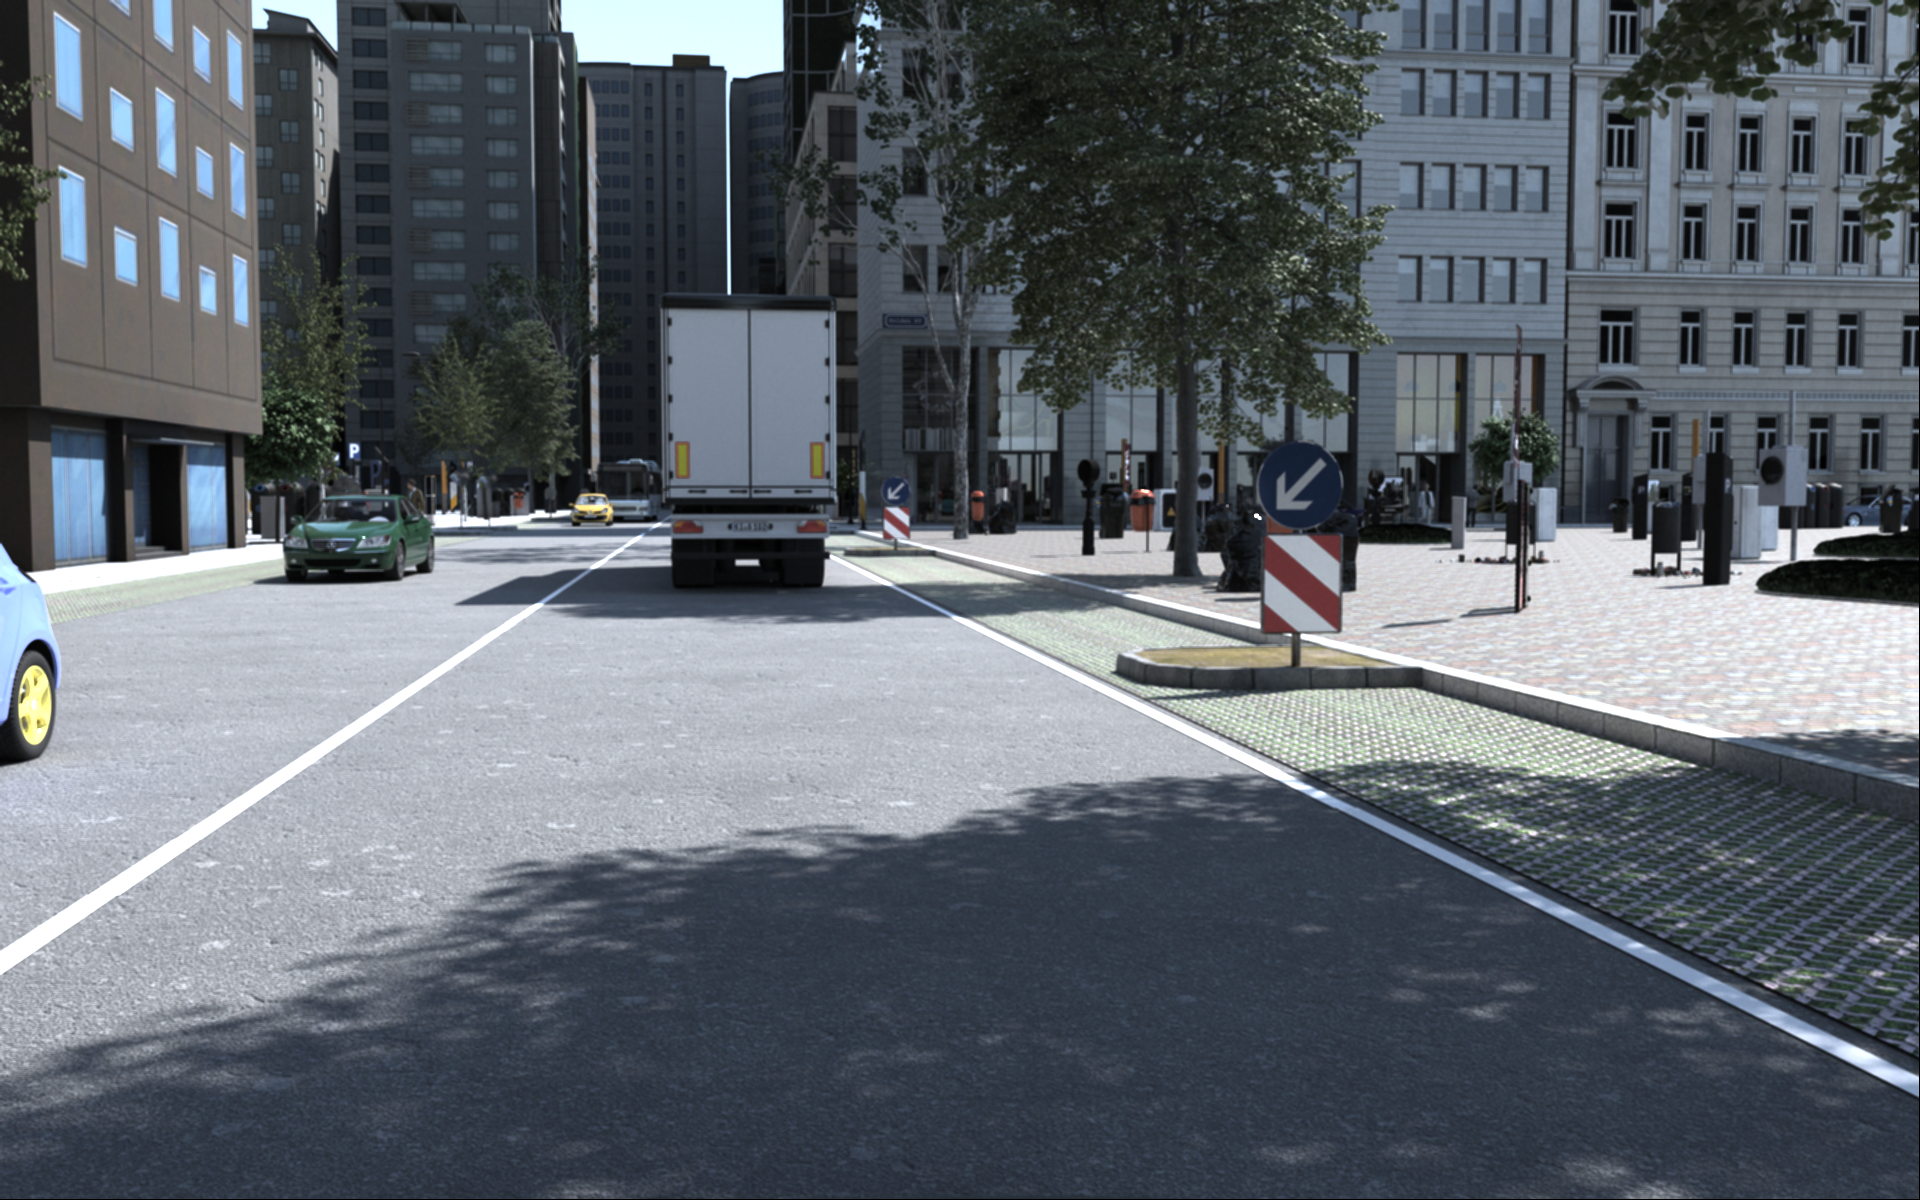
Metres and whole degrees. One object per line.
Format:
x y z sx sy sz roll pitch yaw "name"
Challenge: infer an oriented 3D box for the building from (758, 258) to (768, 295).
-17.836 -27.011 213.334 14.160 30.474 14.107 -1 4 -8 "building"

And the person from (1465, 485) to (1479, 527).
20.029 -3.618 67.832 0.592 1.802 0.473 1 4 20 "person"

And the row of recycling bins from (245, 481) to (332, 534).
-21.904 -2.960 55.511 3.534 1.692 1.069 0 4 -1 "row of recycling bins"

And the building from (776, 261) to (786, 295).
-8.061 -18.852 137.901 12.332 23.373 15.834 -1 4 -8 "building"

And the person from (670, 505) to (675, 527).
-12.392 -4.108 75.894 0.641 1.798 0.478 -1 4 -14 "person"

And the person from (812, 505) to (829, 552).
-3.575 -2.064 42.347 0.635 1.810 0.391 2 4 26 "person"

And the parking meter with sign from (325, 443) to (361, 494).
-21.419 -3.870 59.542 1.738 3.016 0.543 2 4 28 "parking meter with sign"

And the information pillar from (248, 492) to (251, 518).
-39.071 -6.321 94.705 0.504 3.616 0.183 -1 4 -16 "information pillar"

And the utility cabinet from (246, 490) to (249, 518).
-38.596 -5.142 92.744 1.173 1.500 0.318 2 4 30 "utility cabinet"

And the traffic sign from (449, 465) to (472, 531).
-17.405 -3.472 60.415 0.795 2.450 0.064 -1 4 -8 "traffic sign"

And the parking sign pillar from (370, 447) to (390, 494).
-32.868 -6.710 98.185 1.447 3.967 1.447 3 5 41 "parking sign pillar"

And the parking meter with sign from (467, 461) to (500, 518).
-25.557 -5.919 93.035 0.543 3.016 1.738 3 5 39 "parking meter with sign"

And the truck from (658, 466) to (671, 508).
-30.150 -11.571 178.103 2.839 4.237 11.283 -1 4 -9 "truck"

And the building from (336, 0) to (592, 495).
-45.969 -44.361 163.555 20.563 71.187 20.611 -1 4 -8 "building"

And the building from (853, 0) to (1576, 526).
10.601 -18.326 77.118 29.804 29.767 11.434 -1 4 -8 "building"

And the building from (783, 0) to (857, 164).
-8.962 -44.858 171.677 20.563 71.187 20.611 -1 4 -8 "building"

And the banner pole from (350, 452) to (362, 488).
-31.381 -6.105 89.839 0.863 3.779 0.401 1 4 12 "banner pole"

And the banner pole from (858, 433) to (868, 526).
-3.913 -4.926 70.555 0.401 3.779 0.863 0 4 7 "banner pole"

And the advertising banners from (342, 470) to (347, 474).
-44.874 -7.889 125.178 0.090 3.025 2.074 0 4 -3 "advertising banners"

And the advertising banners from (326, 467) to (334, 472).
-41.381 -7.071 111.795 2.074 3.025 0.090 0 4 6 "advertising banners"

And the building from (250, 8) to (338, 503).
-83.486 -37.124 196.215 27.495 52.752 28.713 -1 4 -8 "building"

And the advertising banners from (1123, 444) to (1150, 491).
6.244 -3.972 61.122 0.090 3.025 2.074 2 4 34 "advertising banners"

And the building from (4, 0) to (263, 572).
-22.634 -23.395 32.622 14.600 45.320 14.200 -1 4 -8 "building"

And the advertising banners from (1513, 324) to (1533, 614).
6.121 -1.387 18.866 0.090 3.025 2.074 1 4 23 "advertising banners"

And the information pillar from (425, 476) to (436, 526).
-21.230 -3.972 69.434 0.304 2.012 0.304 0 4 5 "information pillar"

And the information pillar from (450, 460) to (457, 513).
-34.627 -7.769 118.369 0.183 3.616 0.504 3 5 39 "information pillar"

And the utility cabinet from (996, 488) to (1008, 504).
1.444 -3.173 60.558 0.318 1.500 1.173 0 4 7 "utility cabinet"

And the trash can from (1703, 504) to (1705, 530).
25.747 -2.916 59.334 0.748 1.137 0.748 0 3 0 "trash can"

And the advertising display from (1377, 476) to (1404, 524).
15.447 -3.489 62.257 0.974 1.923 0.123 1 4 9 "advertising display"

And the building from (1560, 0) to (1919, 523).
35.060 -18.132 82.366 20.117 28.700 13.634 -1 4 -8 "building"

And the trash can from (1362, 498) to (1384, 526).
14.626 -3.041 61.376 0.748 1.137 0.748 0 3 0 "trash can"

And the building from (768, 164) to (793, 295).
-9.489 -23.451 155.126 14.160 30.474 14.107 -1 4 -8 "building"

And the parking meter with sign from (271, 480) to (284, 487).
-35.614 -5.757 90.393 0.543 3.016 1.738 3 5 40 "parking meter with sign"

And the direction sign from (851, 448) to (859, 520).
-5.125 -5.715 85.443 0.379 3.537 0.876 2 4 27 "direction sign"

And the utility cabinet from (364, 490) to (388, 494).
-29.722 -4.859 88.129 1.173 1.500 0.318 1 4 13 "utility cabinet"

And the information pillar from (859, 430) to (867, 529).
-3.541 -4.380 62.961 0.183 3.616 0.504 1 4 13 "information pillar"

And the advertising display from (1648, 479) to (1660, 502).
29.926 -4.264 74.928 0.974 1.923 0.123 -2 4 -35 "advertising display"

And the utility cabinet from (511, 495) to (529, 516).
-25.837 -5.536 101.672 1.020 1.237 0.306 -2 4 -28 "utility cabinet"

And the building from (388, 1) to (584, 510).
-39.993 -28.395 147.847 14.154 41.232 14.086 -1 4 -8 "building"

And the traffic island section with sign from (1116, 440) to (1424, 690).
2.297 -0.301 13.549 1.989 1.847 2.006 -1 4 -8 "traffic island section with sign"

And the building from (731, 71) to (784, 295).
-17.299 -42.605 238.596 28.212 58.520 21.231 -1 4 -8 "building"

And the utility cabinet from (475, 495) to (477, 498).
-35.599 -7.208 129.019 1.020 1.237 0.306 -2 4 -33 "utility cabinet"

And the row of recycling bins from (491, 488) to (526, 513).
-30.745 -6.694 116.560 1.069 1.692 3.534 3 5 40 "row of recycling bins"

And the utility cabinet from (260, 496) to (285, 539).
-19.780 -2.367 49.863 1.020 1.237 0.306 3 5 45 "utility cabinet"

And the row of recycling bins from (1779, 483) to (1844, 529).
31.863 -3.535 64.903 3.534 1.692 1.069 -2 4 -34 "row of recycling bins"

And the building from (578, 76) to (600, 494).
-45.538 -32.530 181.970 14.600 45.320 14.200 -1 4 -8 "building"

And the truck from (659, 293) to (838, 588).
-3.726 -2.508 29.920 2.839 4.237 11.283 0 4 -8 "truck"

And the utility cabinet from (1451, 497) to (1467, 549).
11.742 -1.809 40.736 0.306 1.237 1.020 1 4 19 "utility cabinet"

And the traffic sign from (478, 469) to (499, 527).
-18.575 -3.955 68.314 0.795 2.450 0.064 -1 4 -8 "traffic sign"

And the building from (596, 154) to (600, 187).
-55.641 -33.586 203.754 28.867 44.769 22.147 -1 4 -8 "building"

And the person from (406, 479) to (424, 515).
-15.032 -2.396 47.589 0.656 1.842 0.836 -1 4 -10 "person"

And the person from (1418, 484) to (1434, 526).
18.398 -3.677 68.499 0.514 1.842 0.818 -2 4 -26 "person"

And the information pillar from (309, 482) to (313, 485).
-38.449 -6.018 102.894 0.304 2.012 0.304 0 4 -5 "information pillar"

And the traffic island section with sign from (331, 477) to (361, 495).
-13.986 -1.880 39.368 1.989 1.847 2.006 -1 4 -8 "traffic island section with sign"

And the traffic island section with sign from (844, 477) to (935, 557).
-1.679 -1.940 40.354 1.989 1.847 2.006 -1 4 -8 "traffic island section with sign"

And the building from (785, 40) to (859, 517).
-0.906 -18.883 113.248 19.350 26.468 34.151 -1 4 -8 "building"

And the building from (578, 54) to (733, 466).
-45.647 -42.344 234.329 28.212 58.520 21.231 -1 4 -8 "building"

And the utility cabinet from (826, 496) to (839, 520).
-6.469 -4.684 87.739 0.306 1.237 1.020 -2 4 -27 "utility cabinet"

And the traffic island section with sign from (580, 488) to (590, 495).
-25.861 -6.791 119.664 1.989 1.847 2.006 -1 4 -8 "traffic island section with sign"

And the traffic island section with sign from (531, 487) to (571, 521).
-21.883 -5.146 92.759 1.989 1.847 2.006 -1 4 -8 "traffic island section with sign"
